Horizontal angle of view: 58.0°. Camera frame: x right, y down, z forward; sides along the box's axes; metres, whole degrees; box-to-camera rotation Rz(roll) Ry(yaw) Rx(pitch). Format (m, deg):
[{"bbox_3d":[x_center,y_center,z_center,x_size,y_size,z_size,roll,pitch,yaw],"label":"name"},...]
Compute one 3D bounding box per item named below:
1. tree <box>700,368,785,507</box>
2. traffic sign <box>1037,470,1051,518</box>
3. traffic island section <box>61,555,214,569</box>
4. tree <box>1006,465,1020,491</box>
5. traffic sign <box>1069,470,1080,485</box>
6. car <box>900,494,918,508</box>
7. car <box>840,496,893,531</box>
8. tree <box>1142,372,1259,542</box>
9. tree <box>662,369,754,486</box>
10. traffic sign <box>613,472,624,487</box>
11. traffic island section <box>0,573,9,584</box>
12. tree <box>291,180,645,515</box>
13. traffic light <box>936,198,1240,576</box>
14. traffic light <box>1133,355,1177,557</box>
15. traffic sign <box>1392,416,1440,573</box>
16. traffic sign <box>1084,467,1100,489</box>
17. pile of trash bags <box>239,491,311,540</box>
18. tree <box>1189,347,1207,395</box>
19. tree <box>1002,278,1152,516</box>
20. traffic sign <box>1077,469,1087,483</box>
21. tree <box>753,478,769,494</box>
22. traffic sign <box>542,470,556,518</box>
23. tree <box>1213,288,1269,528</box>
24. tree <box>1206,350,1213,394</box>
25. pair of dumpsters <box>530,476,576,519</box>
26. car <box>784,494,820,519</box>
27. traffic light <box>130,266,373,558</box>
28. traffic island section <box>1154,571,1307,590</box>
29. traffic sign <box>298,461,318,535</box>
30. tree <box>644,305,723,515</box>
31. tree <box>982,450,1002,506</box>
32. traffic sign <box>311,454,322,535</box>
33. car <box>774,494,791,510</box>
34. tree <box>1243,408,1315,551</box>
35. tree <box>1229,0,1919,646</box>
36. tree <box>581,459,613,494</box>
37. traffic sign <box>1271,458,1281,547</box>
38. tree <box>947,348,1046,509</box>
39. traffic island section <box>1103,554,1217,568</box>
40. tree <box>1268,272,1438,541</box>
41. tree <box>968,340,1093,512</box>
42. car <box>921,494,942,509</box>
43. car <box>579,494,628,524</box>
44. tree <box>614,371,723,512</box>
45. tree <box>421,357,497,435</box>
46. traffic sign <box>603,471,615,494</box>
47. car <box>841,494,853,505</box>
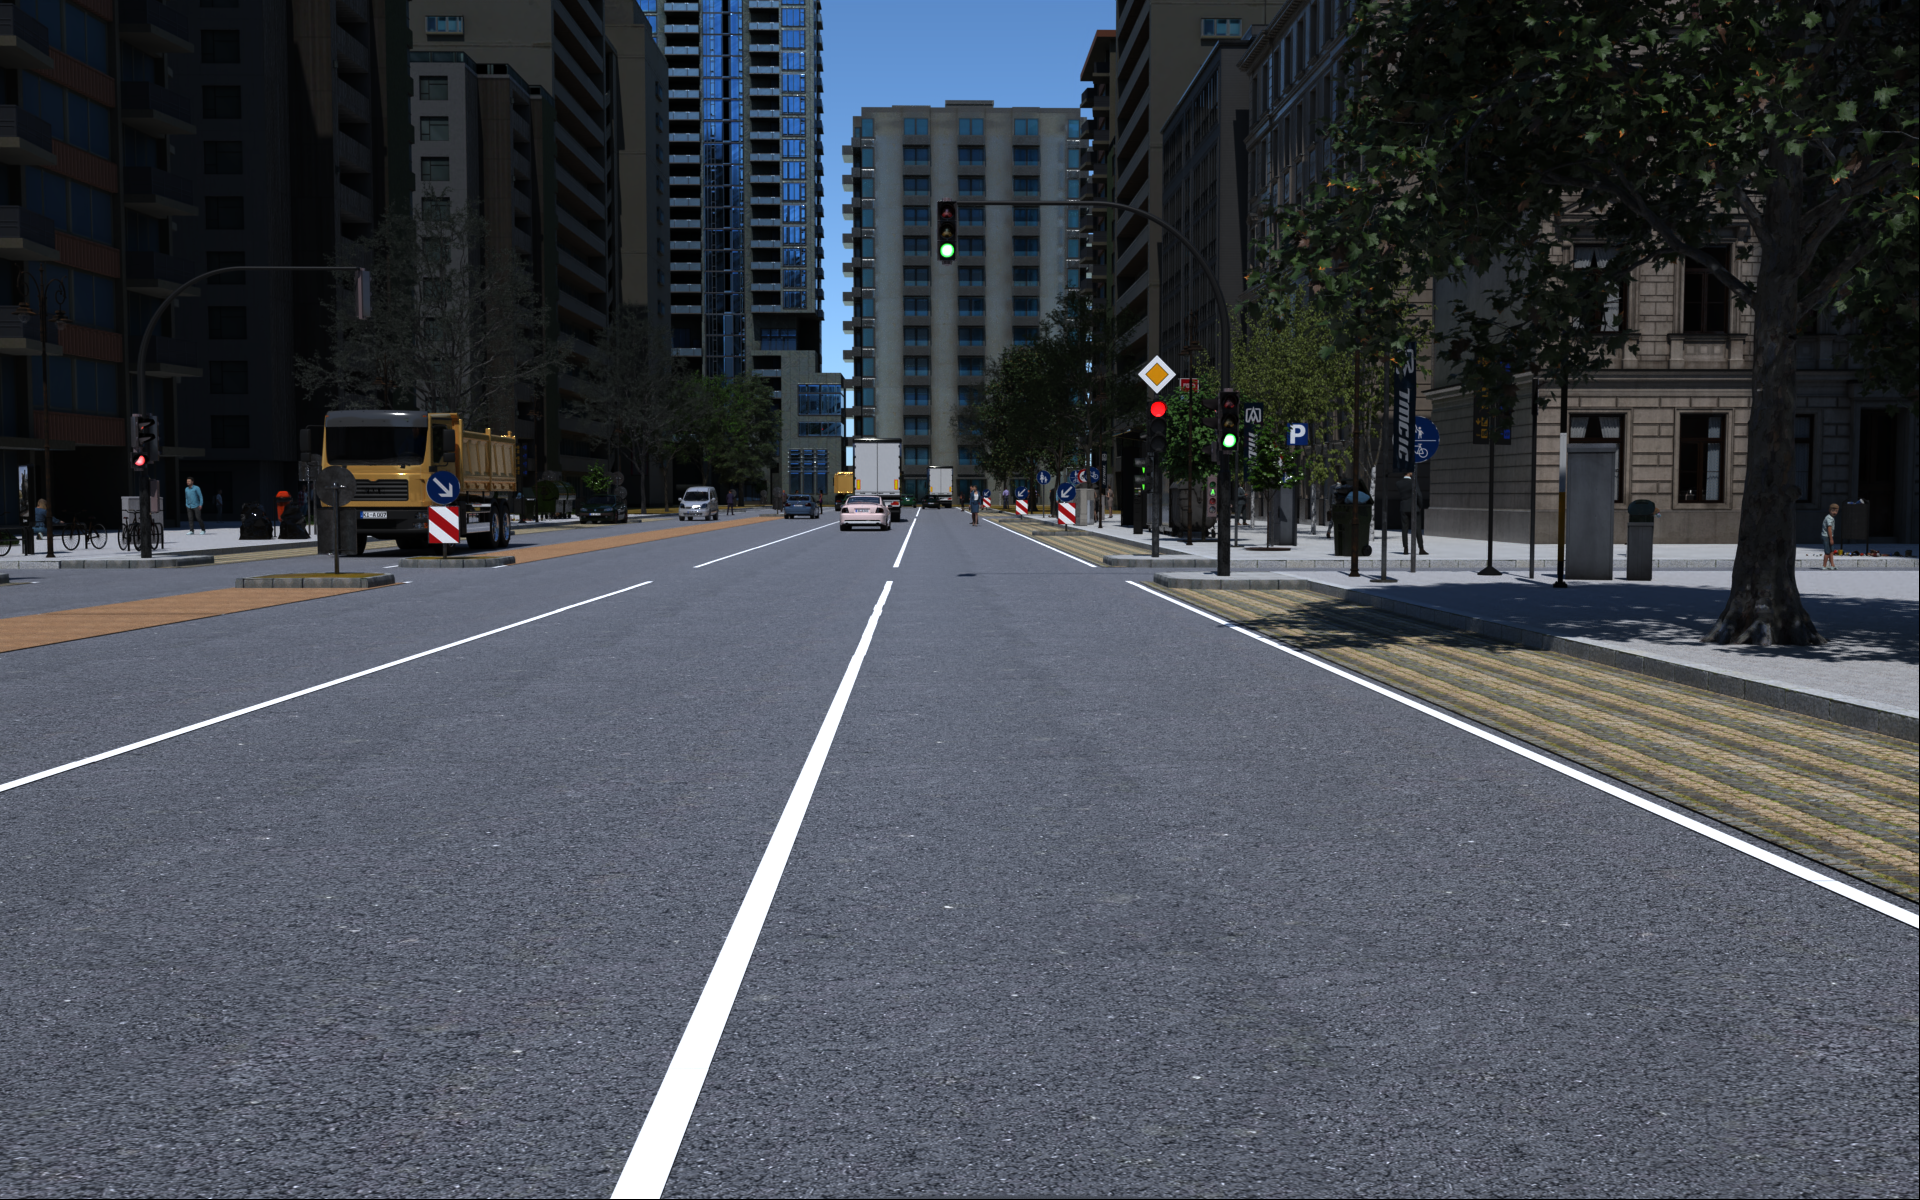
[{"bbox_3d":[-22.352,-16.490,176.272,9.857,13.997,8.962,0,3,0],"label":"tree"},{"bbox_3d":[4.515,-5.711,93.481,0.768,2.556,0.104,0,4,5],"label":"traffic sign"},{"bbox_3d":[-16.348,-0.764,34.765,2.009,0.180,2.903,0,4,-1],"label":"traffic island section"},{"bbox_3d":[4.712,-13.569,172.220,4.737,8.622,4.395,0,3,0],"label":"tree"},{"bbox_3d":[6.166,-5.592,91.530,0.768,2.556,0.104,0,4,5],"label":"traffic sign"},{"bbox_3d":[-5.447,-10.248,179.346,2.131,1.459,4.920,0,4,-3],"label":"car"},{"bbox_3d":[-3.738,-3.445,68.690,2.083,1.381,4.827,0,4,0],"label":"car"},{"bbox_3d":[6.511,-3.848,46.628,4.285,4.588,4.351,0,3,0],"label":"tree"},{"bbox_3d":[-20.950,-13.260,142.562,9.928,11.665,9.643,0,3,0],"label":"tree"},{"bbox_3d":[-19.347,-5.976,97.820,0.768,2.556,0.104,0,4,5],"label":"traffic sign"},{"bbox_3d":[-16.190,-0.275,26.781,2.009,0.180,2.903,0,4,-1],"label":"traffic island section"},{"bbox_3d":[-20.119,-9.613,67.542,12.009,13.543,11.850,0,3,0],"label":"tree"},{"bbox_3d":[2.018,-3.193,26.881,4.771,5.953,1.251,0,4,-1],"label":"traffic light"},{"bbox_3d":[3.949,-2.821,35.047,0.839,4.253,0.868,0,4,-1],"label":"traffic light"},{"bbox_3d":[7.414,-1.722,28.262,0.768,2.556,0.104,0,3,0],"label":"traffic sign"},{"bbox_3d":[6.208,-4.982,81.568,0.768,2.556,0.104,0,4,6],"label":"traffic sign"},{"bbox_3d":[-19.799,-2.474,50.209,1.912,1.369,3.447,-1,4,-15],"label":"pile of trash bags"},{"bbox_3d":[10.767,-7.007,64.933,4.737,8.622,4.395,0,3,0],"label":"tree"},{"bbox_3d":[5.402,-8.651,75.856,7.601,10.594,8.767,-1,4,-13],"label":"tree"},{"bbox_3d":[6.291,-5.325,87.175,0.768,2.556,0.104,0,4,8],"label":"traffic sign"},{"bbox_3d":[-21.528,-11.674,185.464,1.663,3.219,1.824,0,3,0],"label":"tree"},{"bbox_3d":[-21.866,-5.630,92.149,0.768,2.556,0.104,0,4,1],"label":"traffic sign"},{"bbox_3d":[10.946,-6.364,54.421,4.737,8.622,4.395,0,3,0],"label":"tree"},{"bbox_3d":[10.992,-6.698,59.878,4.737,8.622,4.395,0,3,0],"label":"tree"},{"bbox_3d":[-21.019,-5.317,89.421,1.574,2.255,4.437,0,4,-1],"label":"pair of dumpsters"},{"bbox_3d":[-9.204,-5.426,100.720,2.014,1.417,4.499,0,4,1],"label":"car"},{"bbox_3d":[-14.218,-3.672,34.707,4.771,5.953,1.251,0,4,-1],"label":"traffic light"},{"bbox_3d":[4.148,-0.300,27.179,2.009,0.180,2.903,0,4,-1],"label":"traffic island section"},{"bbox_3d":[-20.264,-3.166,53.899,0.606,2.300,0.079,0,4,0],"label":"traffic sign"},{"bbox_3d":[-20.078,-12.133,108.751,12.009,13.543,11.850,0,3,0],"label":"tree"},{"bbox_3d":[4.047,-14.342,184.848,4.360,8.622,3.978,0,3,0],"label":"tree"},{"bbox_3d":[-20.405,-3.343,54.757,0.768,2.556,0.104,0,4,2],"label":"traffic sign"},{"bbox_3d":[-15.928,-8.944,158.234,2.014,1.417,4.499,0,4,0],"label":"car"},{"bbox_3d":[6.926,-2.733,39.283,1.663,3.219,1.824,0,3,0],"label":"tree"},{"bbox_3d":[7.106,-5.972,14.648,9.611,12.733,9.660,0,3,0],"label":"tree"},{"bbox_3d":[-19.860,-6.162,95.343,1.663,3.219,1.824,0,3,0],"label":"tree"},{"bbox_3d":[7.626,-2.582,42.222,0.884,2.594,0.081,0,4,1],"label":"traffic sign"},{"bbox_3d":[3.762,-14.462,146.820,12.009,13.543,11.850,0,3,0],"label":"tree"},{"bbox_3d":[3.989,-0.788,35.162,2.009,0.180,2.903,0,4,-1],"label":"traffic island section"},{"bbox_3d":[11.128,-5.912,47.024,4.737,8.622,4.395,0,3,0],"label":"tree"},{"bbox_3d":[5.236,-12.852,127.140,9.611,12.733,9.660,0,3,0],"label":"tree"},{"bbox_3d":[-2.741,-9.479,164.770,2.009,1.686,4.222,0,4,-1],"label":"car"},{"bbox_3d":[-17.191,-4.512,83.560,2.009,1.686,4.222,0,4,0],"label":"car"},{"bbox_3d":[-21.202,-11.687,125.502,8.767,10.594,7.601,0,4,1],"label":"tree"},{"bbox_3d":[-26.764,-8.707,92.728,4.360,8.622,3.978,0,3,0],"label":"tree"},{"bbox_3d":[-19.671,-5.913,96.788,0.768,2.556,0.104,1,4,8],"label":"traffic sign"},{"bbox_3d":[-8.439,-7.718,137.988,2.131,1.459,4.920,0,4,-2],"label":"car"}]
